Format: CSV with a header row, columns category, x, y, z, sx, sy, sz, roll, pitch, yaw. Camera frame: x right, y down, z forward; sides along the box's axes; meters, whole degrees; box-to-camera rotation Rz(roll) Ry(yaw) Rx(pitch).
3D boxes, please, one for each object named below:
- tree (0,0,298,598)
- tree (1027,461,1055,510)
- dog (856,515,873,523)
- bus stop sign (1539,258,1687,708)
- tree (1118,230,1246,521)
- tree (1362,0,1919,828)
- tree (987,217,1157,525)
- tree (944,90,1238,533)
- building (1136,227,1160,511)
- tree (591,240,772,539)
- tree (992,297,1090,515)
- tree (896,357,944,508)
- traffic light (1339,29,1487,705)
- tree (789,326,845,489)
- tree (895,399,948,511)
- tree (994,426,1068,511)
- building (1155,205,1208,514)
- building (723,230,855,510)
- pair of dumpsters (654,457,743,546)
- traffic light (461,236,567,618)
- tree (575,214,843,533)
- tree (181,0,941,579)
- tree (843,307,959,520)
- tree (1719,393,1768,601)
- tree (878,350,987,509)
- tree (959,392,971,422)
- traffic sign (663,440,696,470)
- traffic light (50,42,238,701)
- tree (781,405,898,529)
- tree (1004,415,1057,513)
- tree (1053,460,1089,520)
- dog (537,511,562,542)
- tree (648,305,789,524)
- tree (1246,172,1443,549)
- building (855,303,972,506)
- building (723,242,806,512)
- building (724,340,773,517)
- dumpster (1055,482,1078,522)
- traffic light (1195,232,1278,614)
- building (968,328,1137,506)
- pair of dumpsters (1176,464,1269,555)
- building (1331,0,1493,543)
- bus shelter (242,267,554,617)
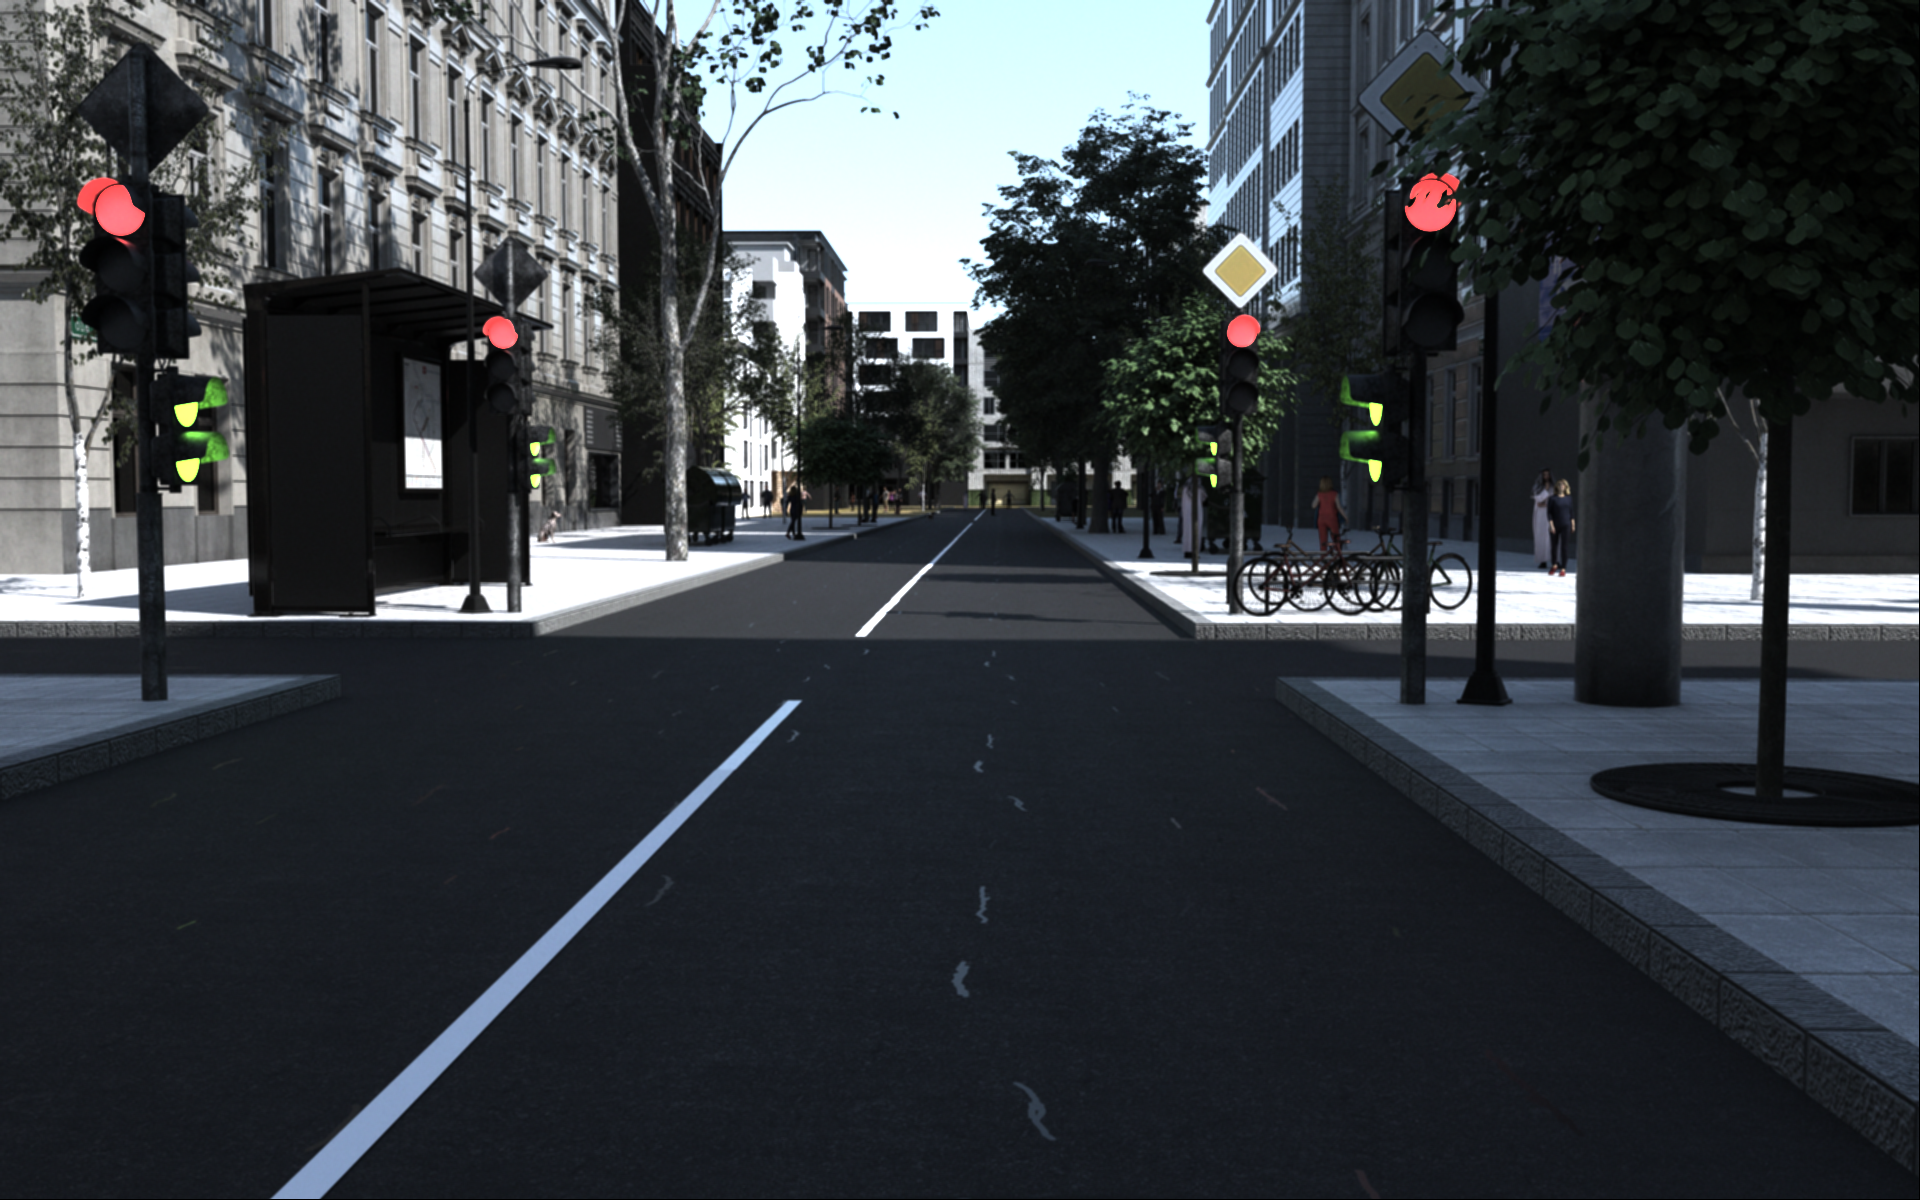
category,x,y,z,sx,sy,sz,roll,pitch,yaw
tree,-10.565,-4.330,21.158,4.360,8.622,3.978,0,3,0
tree,6.776,-11.717,141.931,4.737,8.622,4.395,0,3,0
dog,-4.230,-3.605,76.673,0.748,0.427,0.550,1,4,11
bus stop sign,4.123,-1.320,10.595,0.837,3.901,0.837,-1,4,-10
tree,6.821,-5.995,48.381,4.737,8.622,4.395,0,3,0
tree,3.382,-1.442,7.289,4.285,4.588,4.351,0,3,0
tree,4.982,-9.413,72.025,7.486,12.596,7.792,0,3,0
tree,4.553,-9.167,56.540,9.857,13.997,8.962,0,3,0
building,28.611,-18.418,145.111,27.936,21.610,32.646,0,4,1
tree,-8.101,-6.083,49.827,4.360,8.622,3.978,0,3,0
tree,5.859,-12.088,105.067,7.806,13.903,7.818,0,3,0
tree,-2.017,-15.541,160.749,9.857,13.997,8.962,0,3,0
traffic light,2.757,-1.300,10.508,0.839,4.213,0.868,0,4,1
tree,-7.354,-7.602,74.659,4.737,8.622,4.395,0,3,0
tree,-2.929,-10.920,128.905,4.737,8.622,4.395,0,3,0
tree,6.008,-12.077,131.863,7.601,10.594,8.767,-2,4,-28
building,22.626,-15.099,113.320,16.747,18.905,31.486,0,4,1
building,-26.729,-18.638,148.712,32.646,21.610,27.936,0,4,1
pair of dumpsters,-6.654,-2.567,44.465,1.574,2.255,4.436,0,4,1
traffic light,-4.813,-1.799,18.657,0.839,4.213,0.868,0,4,1
tree,-8.583,-7.484,56.773,7.601,10.594,8.767,1,4,8
tree,-6.189,-10.733,31.374,12.611,20.169,13.585,0,3,0
tree,-4.904,-9.191,84.690,7.601,10.594,8.767,1,4,13
tree,9.635,-4.313,20.877,4.360,8.622,3.978,0,3,0
tree,-2.628,-14.461,146.808,12.009,13.543,11.850,0,3,0
tree,-3.827,-10.579,107.372,8.767,10.594,7.601,-1,4,-22
traffic sign,-6.441,-2.421,39.692,0.768,2.556,0.104,0,4,5
traffic light,-5.002,-1.311,10.675,0.839,4.213,0.868,0,4,1
tree,-4.851,-4.893,63.706,4.285,4.588,4.351,0,3,0
tree,6.913,-11.907,120.431,9.928,11.665,9.643,0,3,0
tree,5.608,-5.577,85.792,1.663,3.219,1.824,0,3,0
dog,-11.078,-1.952,46.297,0.800,0.831,0.513,3,5,40
tree,-9.744,-7.082,66.155,4.737,8.622,4.395,0,3,0
tree,8.917,-5.468,39.757,4.737,8.622,4.395,0,3,0
building,-15.118,-21.731,199.273,32.646,21.610,27.936,0,4,1
building,-19.486,-16.620,128.161,16.016,20.091,11.380,0,4,1
building,-16.241,-10.184,108.651,9.099,9.664,28.070,0,4,1
dumpster,5.098,-4.595,80.894,1.264,1.857,1.865,0,4,1
traffic light,2.946,-1.789,18.491,0.839,4.213,0.868,0,4,1
building,16.806,-19.972,193.002,31.486,18.905,16.747,0,4,1
pair of dumpsters,5.836,-2.214,38.688,1.574,2.255,4.436,0,4,1
building,20.060,-16.343,53.118,13.634,28.700,20.117,0,4,1
bus shelter,-6.581,-1.824,21.107,1.731,3.624,6.357,0,4,1
